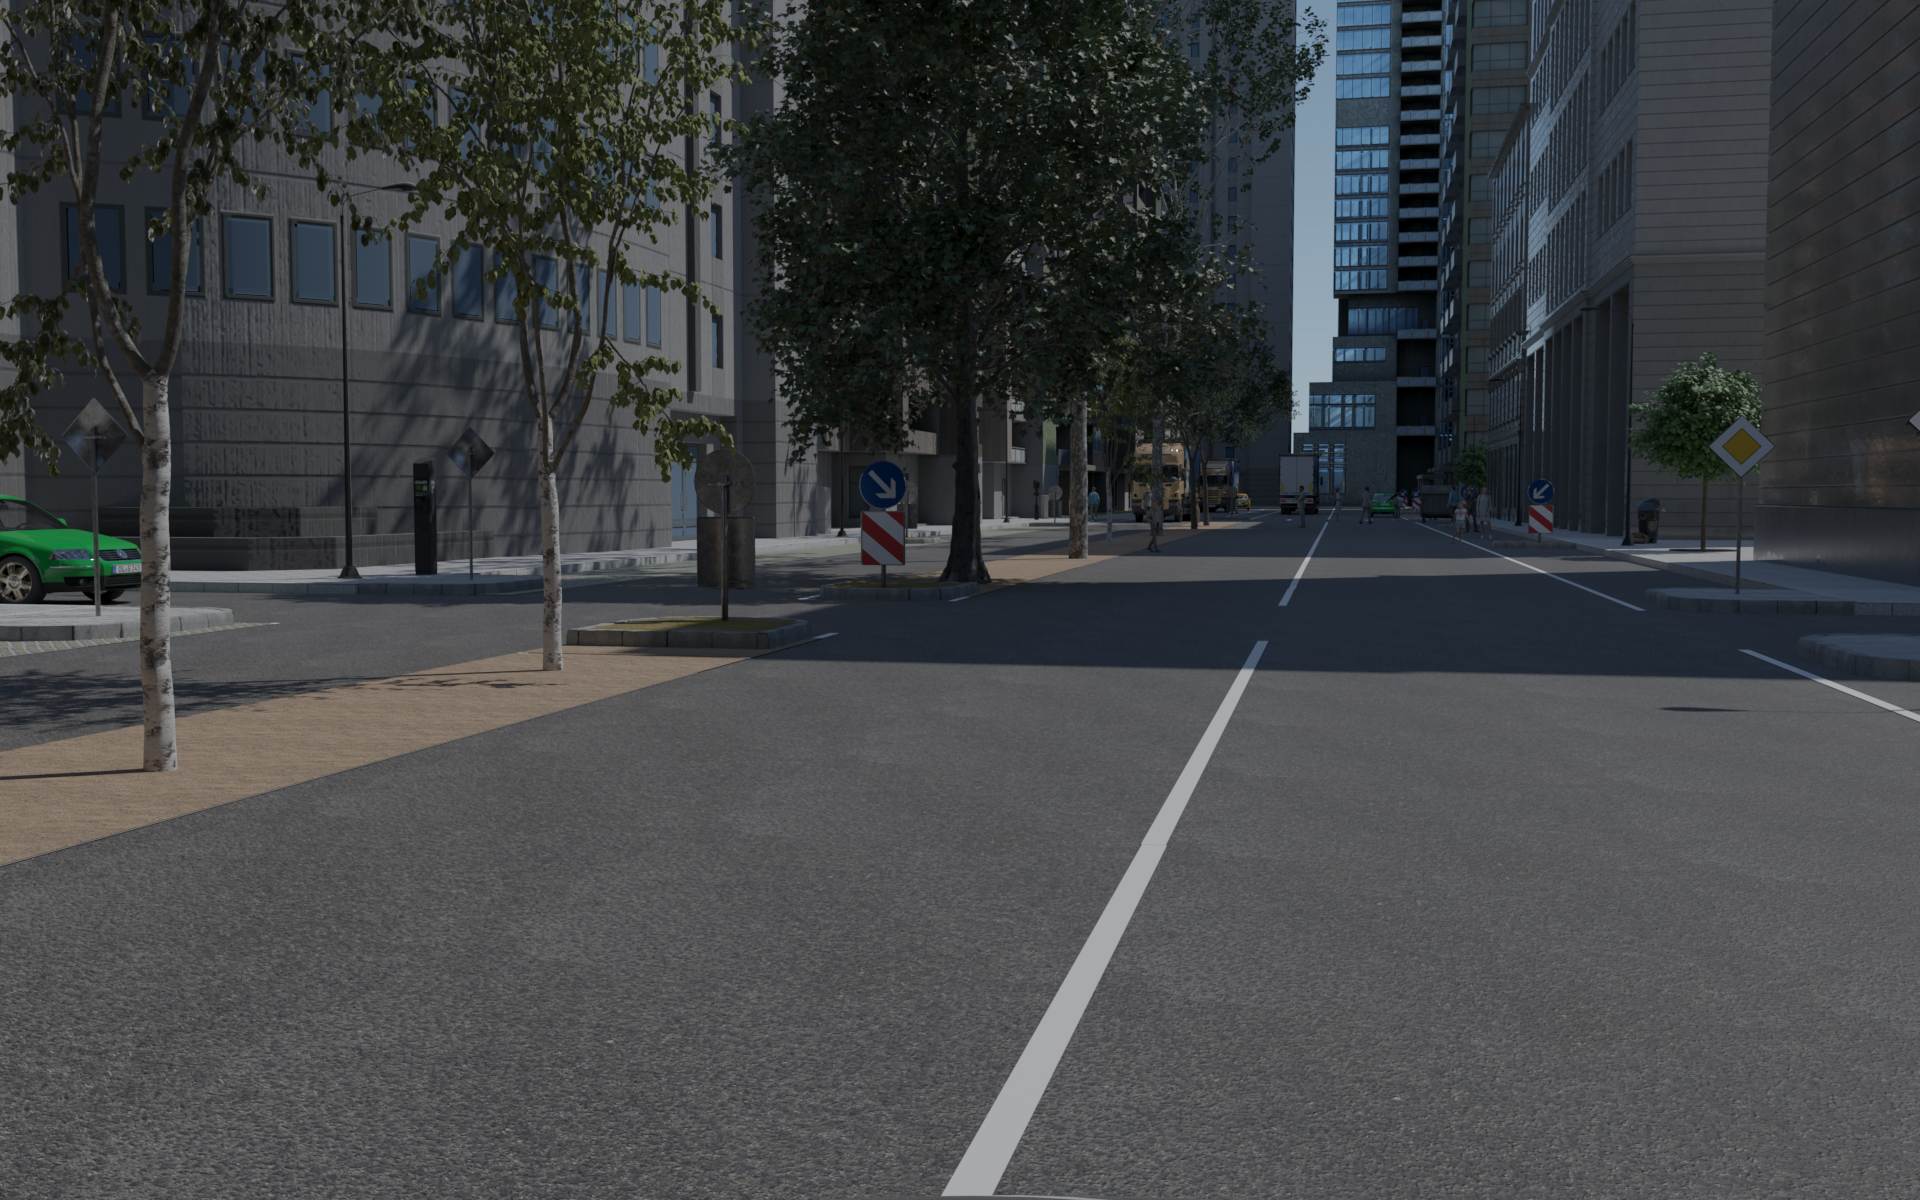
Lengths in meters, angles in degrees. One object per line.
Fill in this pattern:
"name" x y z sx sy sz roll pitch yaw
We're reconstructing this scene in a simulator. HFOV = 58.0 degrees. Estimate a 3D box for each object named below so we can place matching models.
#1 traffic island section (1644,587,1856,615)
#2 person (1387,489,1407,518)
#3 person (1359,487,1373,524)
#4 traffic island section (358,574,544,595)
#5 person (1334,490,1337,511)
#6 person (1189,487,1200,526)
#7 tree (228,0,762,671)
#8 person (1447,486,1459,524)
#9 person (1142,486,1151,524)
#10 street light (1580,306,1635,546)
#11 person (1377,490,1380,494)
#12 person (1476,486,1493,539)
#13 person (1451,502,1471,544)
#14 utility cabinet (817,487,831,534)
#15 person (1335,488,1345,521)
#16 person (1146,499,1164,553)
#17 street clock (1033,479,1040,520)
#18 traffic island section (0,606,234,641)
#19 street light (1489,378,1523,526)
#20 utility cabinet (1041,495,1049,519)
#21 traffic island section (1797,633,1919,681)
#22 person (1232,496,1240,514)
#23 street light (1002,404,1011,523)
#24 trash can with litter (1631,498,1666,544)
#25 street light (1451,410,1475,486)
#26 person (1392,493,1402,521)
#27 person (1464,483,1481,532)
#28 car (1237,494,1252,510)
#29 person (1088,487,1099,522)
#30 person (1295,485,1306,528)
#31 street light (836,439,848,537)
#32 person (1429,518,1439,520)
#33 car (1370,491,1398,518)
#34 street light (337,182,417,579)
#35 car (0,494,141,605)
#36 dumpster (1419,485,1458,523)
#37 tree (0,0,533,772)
"traffic island section" 9.972 0.006 22.178 2.009 0.180 2.903 1 4 12
"person" 26.118 -5.763 103.547 1.217 1.723 0.721 0 4 -5
"person" 19.492 -4.551 83.180 0.850 1.792 0.678 -3 4 -39
"traffic island section" -7.352 -0.227 25.993 2.009 0.180 2.903 1 4 12
"person" 32.210 -8.554 148.350 0.705 1.826 1.348 0 4 4
"person" 10.422 -4.138 76.710 0.519 1.759 0.362 -3 4 -37
"tree" -3.302 -3.711 13.498 4.737 8.622 4.395 0 3 0
"person" 22.992 -4.406 80.559 0.660 1.820 0.620 -3 4 -39
"person" 8.988 -4.573 83.449 0.537 1.800 0.526 -1 4 -19
"street light" 16.031 -4.303 42.902 1.470 5.913 1.316 1 4 12
"person" 31.448 -7.381 130.096 0.541 1.710 0.530 -3 5 -44
"person" 16.851 -2.822 55.640 0.512 1.701 0.522 1 4 15
"person" 14.356 -2.208 49.617 0.505 1.210 0.382 0 4 4
"utility cabinet" -4.631 -2.831 54.970 1.173 1.500 0.318 3 4 36
"person" 19.985 -5.016 91.076 0.524 1.755 0.480 1 4 13
"person" 4.798 -1.820 42.528 0.475 1.303 0.640 -2 4 -32
"street clock" 3.798 -4.971 85.849 0.358 2.002 0.471 -1 4 -10
"traffic island section" -9.074 0.250 18.195 2.009 0.180 2.903 1 4 12
"street light" 21.911 -5.934 69.557 1.470 5.913 1.316 1 4 12
"utility cabinet" 4.411 -4.812 89.833 0.306 1.237 1.020 0 4 -6
"traffic island section" 8.251 0.483 14.380 2.009 0.180 2.903 1 4 12
"person" 19.940 -7.092 125.369 0.530 1.710 0.541 0 4 -8
"street light" 2.619 -6.411 77.359 1.470 5.913 1.316 1 4 12
"trash can with litter" 17.763 -2.041 44.762 0.624 1.170 1.055 3 5 39
"street light" 27.646 -7.498 95.127 1.470 5.913 1.316 1 4 12
"person" 23.487 -5.014 93.068 0.503 1.515 0.523 0 4 -6
"person" 19.287 -3.481 65.224 0.655 1.846 0.447 0 4 0
"car" 25.045 -8.843 154.813 2.015 1.641 3.980 1 4 10
"person" 6.917 -4.936 89.547 0.601 1.785 0.444 0 4 -5
"person" 14.576 -4.008 74.211 0.466 1.800 0.511 -1 4 -10
"street light" -3.021 -4.846 51.779 1.470 5.913 1.316 1 4 12
"person" 26.106 -5.329 95.731 0.391 1.810 0.635 -3 5 -41
"car" 26.134 -5.995 106.806 1.959 1.807 4.718 1 4 12
"street light" -8.761 -3.273 26.058 1.470 5.913 1.316 1 4 12
"car" -13.020 -0.855 22.782 4.718 1.807 1.959 1 4 12
"dumpster" 23.788 -4.762 86.080 1.865 1.857 1.264 1 4 12
"tree" -4.096 -3.431 8.921 4.360 8.622 3.978 0 3 0
